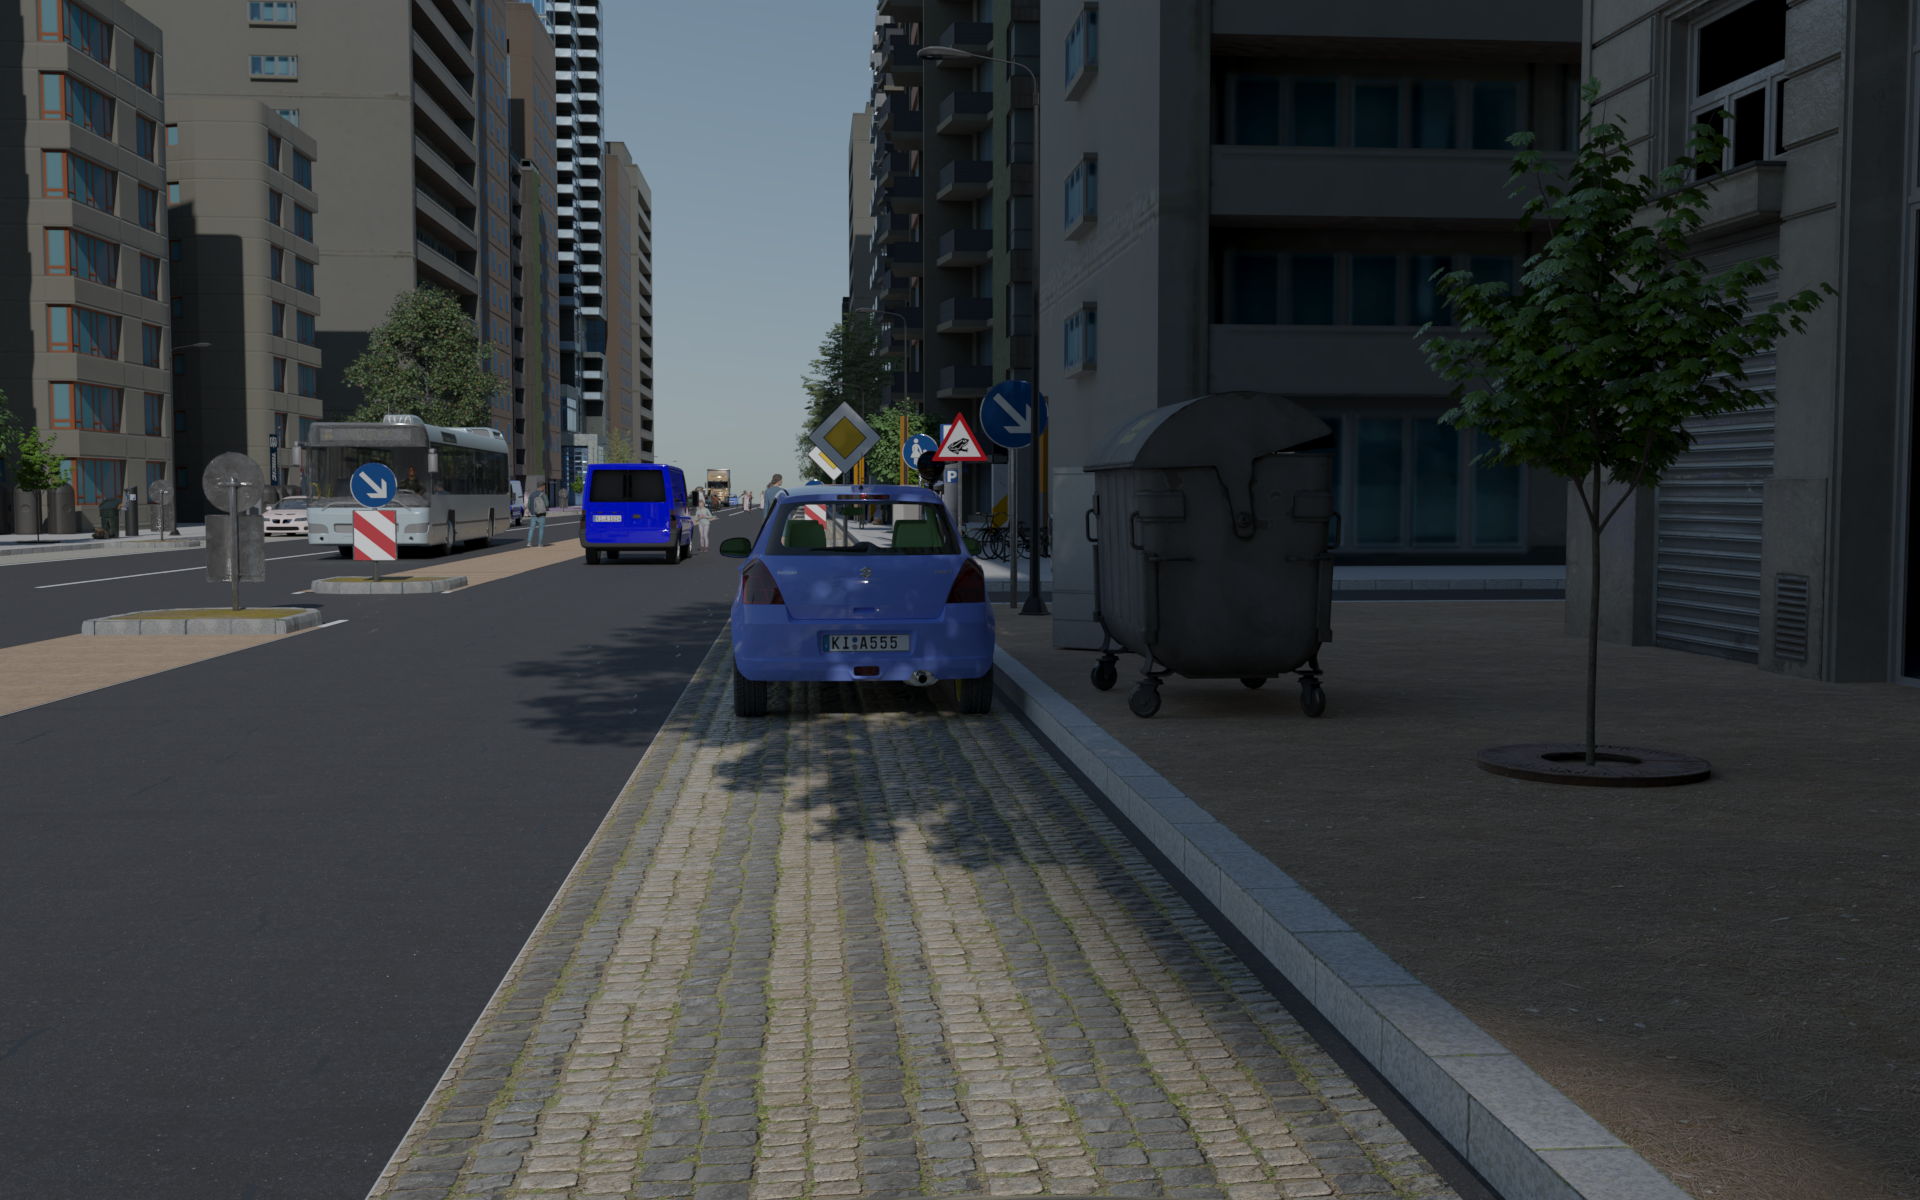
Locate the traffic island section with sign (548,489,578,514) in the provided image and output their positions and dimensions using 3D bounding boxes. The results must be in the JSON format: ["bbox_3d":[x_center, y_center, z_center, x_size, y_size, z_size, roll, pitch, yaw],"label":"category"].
[{"bbox_3d":[-28.488,-7.082,124.415,1.989,1.847,2.006,0,4,-5],"label":"traffic island section with sign"}]

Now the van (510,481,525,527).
[{"bbox_3d":[-20.496,-4.399,76.301,2.240,2.365,5.245,0,4,-7],"label":"van"}]

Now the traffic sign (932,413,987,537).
[{"bbox_3d":[-0.003,-1.699,27.779,0.884,2.594,0.081,0,4,2],"label":"traffic sign"}]

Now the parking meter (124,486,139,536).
[{"bbox_3d":[-25.231,-2.711,52.732,0.372,1.533,0.369,0,3,0],"label":"parking meter"}]

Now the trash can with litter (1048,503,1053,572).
[{"bbox_3d":[1.947,-1.027,28.177,1.055,1.170,0.624,0,4,6],"label":"trash can with litter"}]

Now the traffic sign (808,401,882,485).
[{"bbox_3d":[-1.242,-0.922,18.710,0.795,2.450,0.064,0,4,-5],"label":"traffic sign"}]

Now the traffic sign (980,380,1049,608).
[{"bbox_3d":[0.604,-1.180,19.398,0.768,2.556,0.104,0,4,1],"label":"traffic sign"}]

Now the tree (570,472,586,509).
[{"bbox_3d":[-33.237,-9.542,150.617,1.663,3.219,1.824,0,3,0],"label":"tree"}]

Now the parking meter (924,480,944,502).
[{"bbox_3d":[-0.469,-1.401,31.325,0.372,1.533,0.369,0,3,0],"label":"parking meter"}]

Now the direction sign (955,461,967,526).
[{"bbox_3d":[0.041,-4.767,69.944,0.379,3.537,0.876,2,4,34],"label":"direction sign"}]

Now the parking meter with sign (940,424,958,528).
[{"bbox_3d":[-0.221,-2.823,42.416,0.543,3.016,1.738,0,3,0],"label":"parking meter with sign"}]

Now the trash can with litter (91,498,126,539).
[{"bbox_3d":[-24.419,-2.340,49.643,0.624,1.170,1.055,0,4,-1],"label":"trash can with litter"}]

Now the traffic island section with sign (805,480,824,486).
[{"bbox_3d":[-4.230,-2.482,49.211,1.989,1.847,2.006,0,4,-5],"label":"traffic island section with sign"}]

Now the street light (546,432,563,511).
[{"bbox_3d":[-30.366,-9.607,129.621,1.470,5.913,1.316,0,4,-5],"label":"street light"}]

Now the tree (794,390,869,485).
[{"bbox_3d":[-13.640,-16.756,190.964,9.611,12.733,9.660,0,3,0],"label":"tree"}]

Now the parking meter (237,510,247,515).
[{"bbox_3d":[-28.388,-3.834,68.404,0.255,1.863,0.399,1,4,10],"label":"parking meter"}]

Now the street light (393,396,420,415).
[{"bbox_3d":[-26.184,-6.688,81.896,1.470,5.913,1.316,0,4,-5],"label":"street light"}]

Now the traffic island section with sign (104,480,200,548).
[{"bbox_3d":[-21.649,-2.323,46.604,1.989,1.847,2.006,0,4,-5],"label":"traffic island section with sign"}]

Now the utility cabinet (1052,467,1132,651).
[{"bbox_3d":[1.344,-0.331,14.083,1.173,1.500,0.318,2,4,31],"label":"utility cabinet"}]

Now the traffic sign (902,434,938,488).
[{"bbox_3d":[-0.844,-2.252,36.918,0.768,2.556,0.104,0,4,-3],"label":"traffic sign"}]

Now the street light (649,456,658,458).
[{"bbox_3d":[-37.755,-14.682,212.595,1.470,5.913,1.316,0,4,-5],"label":"street light"}]

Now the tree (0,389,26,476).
[{"bbox_3d":[-23.582,-3.471,40.459,4.285,4.588,4.351,0,3,0],"label":"tree"}]

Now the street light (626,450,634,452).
[{"bbox_3d":[-35.194,-12.927,183.903,1.470,5.913,1.316,0,4,-5],"label":"street light"}]

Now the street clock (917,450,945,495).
[{"bbox_3d":[-0.483,-1.484,28.836,0.471,2.002,0.358,0,4,-2],"label":"street clock"}]

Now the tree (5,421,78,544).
[{"bbox_3d":[-24.186,-3.093,45.168,1.663,3.219,1.824,0,3,0],"label":"tree"}]

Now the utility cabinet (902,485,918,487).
[{"bbox_3d":[-1.283,-2.036,41.970,0.318,1.500,1.173,1,4,20],"label":"utility cabinet"}]

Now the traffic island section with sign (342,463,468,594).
[{"bbox_3d":[-8.568,-1.082,25.820,2.006,1.907,1.989,0,4,-5],"label":"traffic island section with sign"}]

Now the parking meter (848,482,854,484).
[{"bbox_3d":[-5.390,-4.896,85.754,0.255,1.863,0.399,-2,4,-28],"label":"parking meter"}]

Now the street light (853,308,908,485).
[{"bbox_3d":[-1.904,-4.336,43.434,1.470,5.913,1.316,0,4,-5],"label":"street light"}]

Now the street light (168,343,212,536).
[{"bbox_3d":[-23.708,-4.943,53.353,1.470,5.913,1.316,0,4,-5],"label":"street light"}]

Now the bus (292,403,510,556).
[{"bbox_3d":[-13.375,-2.930,42.767,2.948,3.499,13.247,0,4,-6],"label":"bus"}]

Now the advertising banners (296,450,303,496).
[{"bbox_3d":[-25.261,-4.284,66.224,0.090,3.025,2.074,-2,4,-26],"label":"advertising banners"}]

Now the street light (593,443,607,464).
[{"bbox_3d":[-32.957,-11.365,158.356,1.470,5.913,1.316,0,4,-5],"label":"street light"}]

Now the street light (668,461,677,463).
[{"bbox_3d":[-40.286,-16.500,242.309,1.470,5.913,1.316,0,4,-5],"label":"street light"}]

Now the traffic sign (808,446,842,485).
[{"bbox_3d":[-1.942,-1.408,26.665,0.795,2.450,0.064,0,4,-5],"label":"traffic sign"}]

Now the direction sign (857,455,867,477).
[{"bbox_3d":[-4.577,-5.366,79.728,0.379,3.537,0.876,3,4,36],"label":"direction sign"}]

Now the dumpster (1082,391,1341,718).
[{"bbox_3d":[1.508,-0.296,10.595,1.264,1.857,1.865,0,4,-5],"label":"dumpster"}]

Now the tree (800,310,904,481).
[{"bbox_3d":[-6.443,-11.582,107.487,7.486,12.596,7.792,0,3,0],"label":"tree"}]

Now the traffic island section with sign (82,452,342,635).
[{"bbox_3d":[-7.928,-0.630,18.441,2.006,1.907,1.989,0,4,-5],"label":"traffic island section with sign"}]

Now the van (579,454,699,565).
[{"bbox_3d":[-6.779,-1.982,36.787,2.240,2.365,5.245,0,4,-5],"label":"van"}]

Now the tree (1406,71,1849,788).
[{"bbox_3d":[2.926,-0.826,8.112,1.663,3.219,1.824,0,3,0],"label":"tree"}]

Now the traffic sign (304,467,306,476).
[{"bbox_3d":[-25.759,-4.218,69.078,0.768,2.556,0.104,0,4,-4],"label":"traffic sign"}]

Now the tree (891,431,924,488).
[{"bbox_3d":[-1.598,-3.614,53.686,1.663,3.219,1.824,0,3,0],"label":"tree"}]

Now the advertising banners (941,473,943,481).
[{"bbox_3d":[-0.600,-3.321,50.485,0.090,3.025,2.074,0,4,6],"label":"advertising banners"}]

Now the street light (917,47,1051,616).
[{"bbox_3d":[0.255,-2.793,18.210,1.470,5.913,1.316,0,4,-5],"label":"street light"}]

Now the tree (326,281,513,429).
[{"bbox_3d":[-28.769,-10.782,93.292,9.611,12.733,9.660,0,3,0],"label":"tree"}]

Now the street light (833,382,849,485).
[{"bbox_3d":[-4.574,-6.094,72.173,1.470,5.913,1.316,0,4,-5],"label":"street light"}]

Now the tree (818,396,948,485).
[{"bbox_3d":[-1.833,-4.562,58.306,4.285,4.588,4.351,0,3,0],"label":"tree"}]

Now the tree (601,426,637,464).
[{"bbox_3d":[-36.688,-14.502,187.462,4.737,8.622,4.395,0,3,0],"label":"tree"}]

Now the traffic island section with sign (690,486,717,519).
[{"bbox_3d":[-15.166,-5.660,100.670,2.006,1.907,1.989,0,4,-5],"label":"traffic island section with sign"}]
